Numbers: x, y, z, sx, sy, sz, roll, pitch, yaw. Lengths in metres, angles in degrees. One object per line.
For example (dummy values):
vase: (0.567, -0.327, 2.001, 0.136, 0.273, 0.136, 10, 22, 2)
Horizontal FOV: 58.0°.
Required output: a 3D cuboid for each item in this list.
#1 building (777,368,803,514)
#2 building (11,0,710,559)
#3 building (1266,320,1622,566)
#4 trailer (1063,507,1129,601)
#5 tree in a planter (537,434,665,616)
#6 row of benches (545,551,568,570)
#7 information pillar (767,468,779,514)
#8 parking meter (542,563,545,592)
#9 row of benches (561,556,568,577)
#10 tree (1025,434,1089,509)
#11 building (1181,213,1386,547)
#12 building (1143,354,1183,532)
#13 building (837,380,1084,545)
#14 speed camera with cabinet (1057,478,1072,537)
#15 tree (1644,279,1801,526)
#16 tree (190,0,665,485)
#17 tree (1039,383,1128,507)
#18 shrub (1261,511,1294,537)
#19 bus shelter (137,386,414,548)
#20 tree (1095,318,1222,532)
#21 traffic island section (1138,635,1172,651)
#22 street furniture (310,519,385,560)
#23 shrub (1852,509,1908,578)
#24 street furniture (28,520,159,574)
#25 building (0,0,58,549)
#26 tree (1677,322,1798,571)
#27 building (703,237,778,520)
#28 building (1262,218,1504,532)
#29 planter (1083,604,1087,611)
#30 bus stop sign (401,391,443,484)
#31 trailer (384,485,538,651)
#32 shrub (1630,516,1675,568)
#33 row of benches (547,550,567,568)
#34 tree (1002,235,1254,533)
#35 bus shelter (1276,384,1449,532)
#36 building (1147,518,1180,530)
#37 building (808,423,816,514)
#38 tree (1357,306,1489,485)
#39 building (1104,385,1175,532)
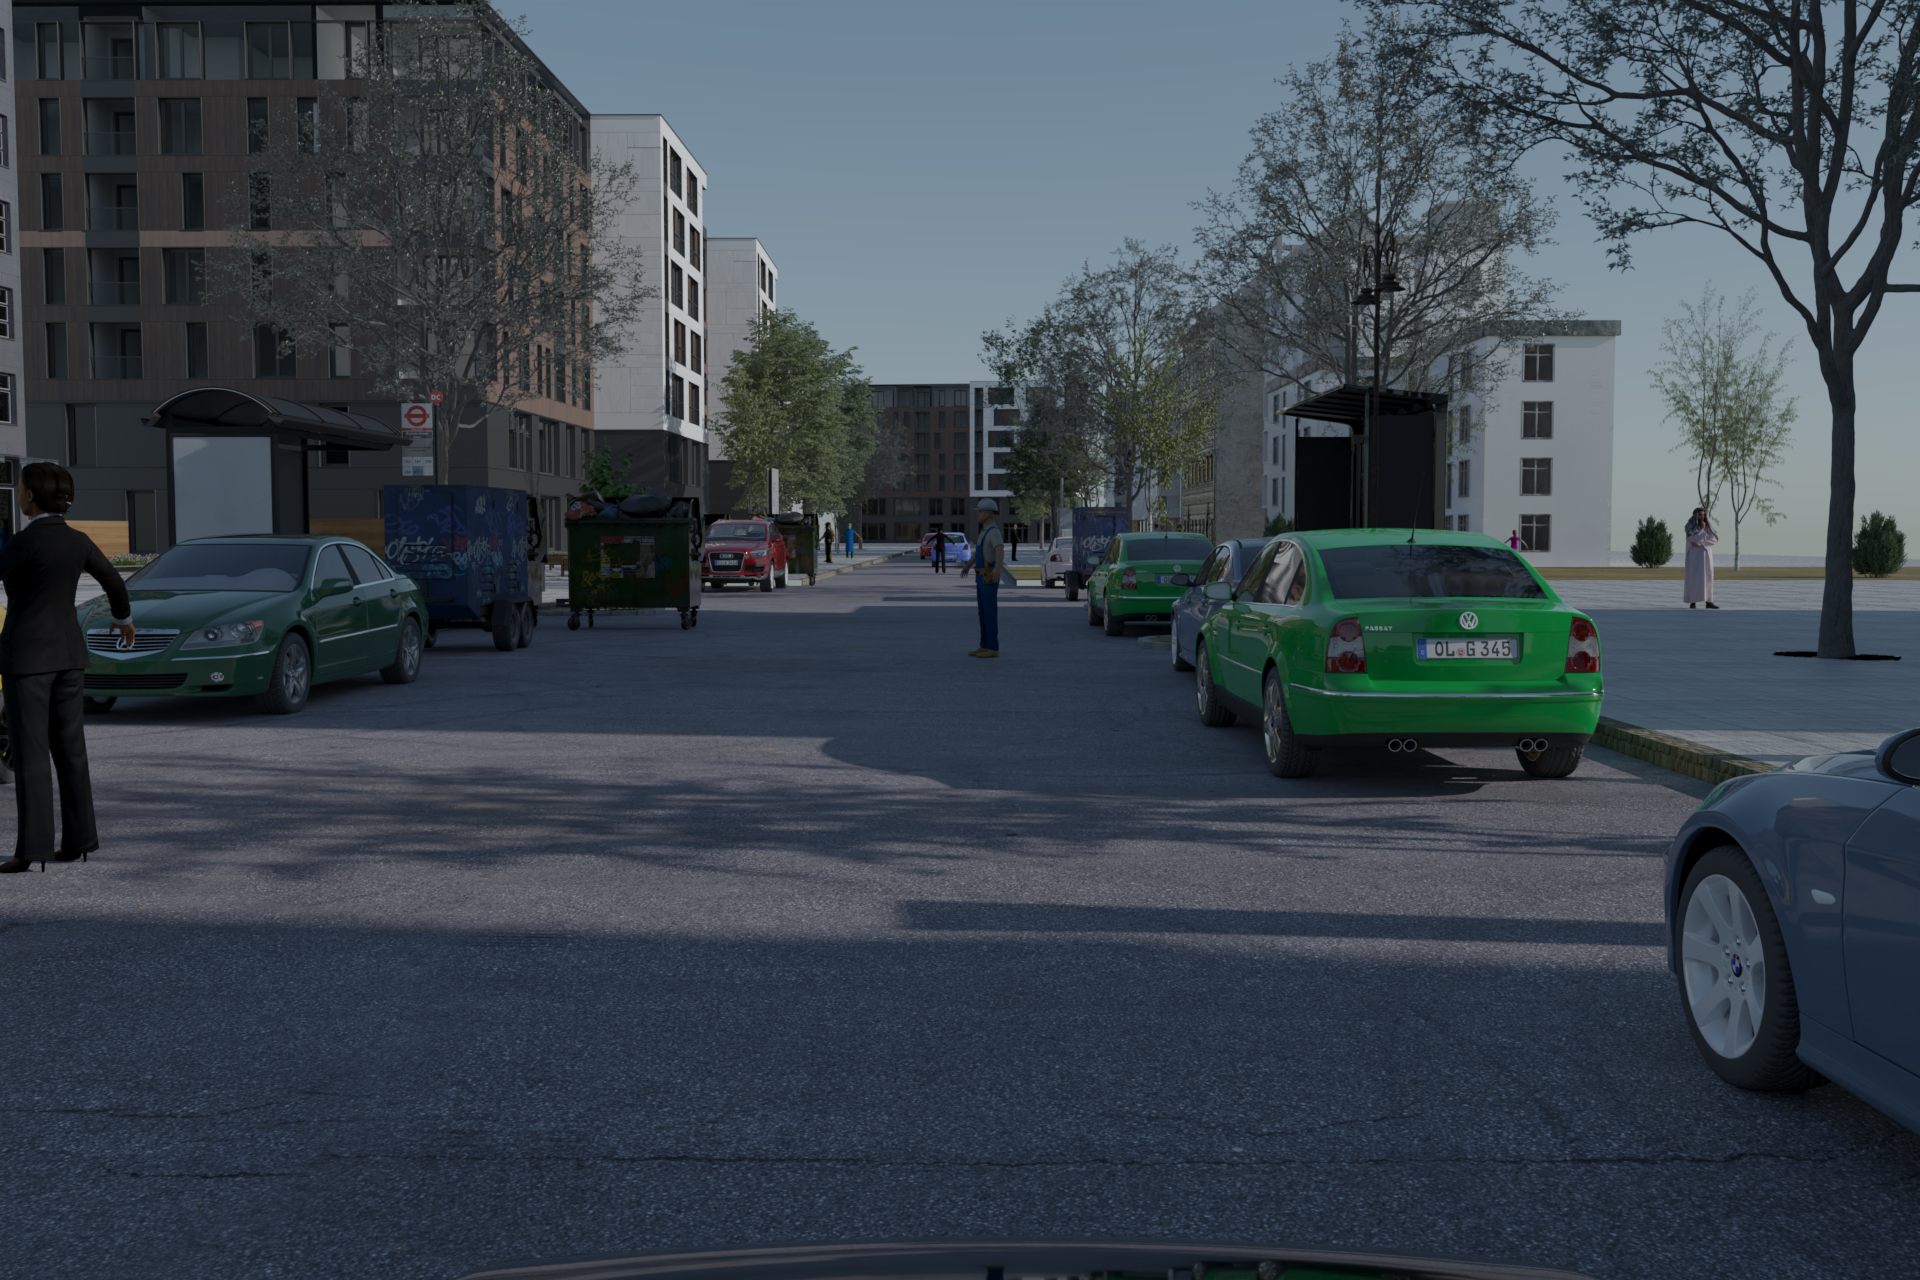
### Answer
building: (-23.208, -20.213, 186.907, 16.016, 20.090, 11.380, 0, 4, 0)
building: (-28.475, -14.597, 82.636, 27.936, 21.610, 32.646, 0, 4, 1)
building: (21.402, -8.560, 82.111, 9.099, 9.664, 28.070, 0, 4, 0)
trailer: (3.010, -1.904, 38.171, 1.471, 1.999, 3.904, 0, 4, -1)
tree in a planter: (-6.405, -2.076, 31.168, 1.991, 3.239, 1.994, 0, 4, 1)
row of benches: (-14.384, -2.841, 61.919, 4.104, 0.672, 1.422, 1, 4, 12)
information pillar: (-6.738, -4.354, 62.501, 0.184, 3.620, 1.656, 0, 4, 2)
parking meter: (-9.413, -1.838, 38.460, 0.372, 1.533, 0.369, 0, 3, 0)
row of benches: (-11.146, -2.340, 53.730, 1.422, 0.672, 4.104, 1, 4, 17)
tree: (6.336, -9.471, 105.215, 4.737, 8.622, 4.395, 0, 3, 0)
building: (26.579, -18.052, 126.086, 19.493, 23.208, 18.063, 0, 4, 0)
building: (24.470, -19.914, 182.005, 16.016, 20.090, 11.380, 0, 4, 1)
building: (0.733, -24.299, 243.726, 32.646, 21.610, 27.936, 0, 4, 7)
speed camera with cabinet: (3.776, -4.050, 60.549, 0.660, 3.252, 2.038, 0, 4, 1)
tree: (21.807, -6.157, 51.031, 4.360, 8.622, 3.978, 0, 3, 0)
tree: (-11.668, -7.866, 38.978, 12.009, 13.543, 11.850, 0, 3, 0)
tree: (6.363, -7.953, 80.399, 4.360, 8.622, 3.978, 0, 3, 0)
shrub: (10.405, -3.162, 56.120, 1.690, 2.028, 1.600, 0, 3, 0)
bus shelter: (-10.226, -1.993, 26.504, 2.014, 3.302, 5.546, 0, 4, 0)
tree: (6.828, -6.698, 59.868, 4.737, 8.622, 4.395, 0, 3, 0)
traffic island section: (3.293, 0.046, 22.112, 1.991, 0.108, 1.994, 0, 4, 1)
street furniture: (-18.494, -2.756, 51.915, 9.812, 1.723, 11.010, 1, 4, 11)
shrub: (26.989, -2.845, 50.936, 1.690, 2.028, 1.600, 0, 3, 0)
street furniture: (-29.915, -3.158, 58.490, 9.812, 1.723, 11.010, 1, 4, 18)
building: (-32.345, -13.511, 39.316, 11.959, 24.771, 22.079, 0, 4, 1)
tree: (26.992, -6.694, 59.810, 4.360, 8.622, 3.978, 0, 3, 0)
building: (-27.901, -16.727, 117.459, 27.936, 21.610, 32.646, 0, 4, 0)
building: (24.634, -15.542, 110.525, 16.016, 20.090, 11.380, 0, 3, 0)
planter: (3.363, -0.721, 32.920, 1.991, 0.319, 1.994, 0, 3, 0)
bus stop sign: (-9.957, -2.667, 32.305, 0.855, 3.939, 0.416, 0, 4, 0)
trailer: (-6.164, -0.839, 20.765, 1.471, 1.999, 3.904, 0, 4, 1)
shrub: (25.942, -3.702, 64.942, 1.690, 2.028, 1.600, 0, 3, 0)
row of benches: (-14.529, -3.056, 65.423, 4.104, 0.672, 1.422, 2, 4, 28)
tree: (6.980, -9.793, 70.483, 12.009, 13.543, 11.850, 0, 3, 0)
bus shelter: (6.873, -2.378, 30.171, 1.731, 3.624, 6.357, 0, 4, 1)
building: (26.697, -20.925, 198.546, 16.016, 20.090, 11.380, 0, 3, 0)
building: (-27.763, -23.212, 210.446, 19.493, 23.208, 18.063, 0, 4, 1)
tree: (14.095, -6.409, 55.143, 4.360, 8.622, 3.978, 0, 3, 0)
building: (23.240, -22.013, 216.326, 16.016, 20.090, 11.380, 0, 4, 1)
